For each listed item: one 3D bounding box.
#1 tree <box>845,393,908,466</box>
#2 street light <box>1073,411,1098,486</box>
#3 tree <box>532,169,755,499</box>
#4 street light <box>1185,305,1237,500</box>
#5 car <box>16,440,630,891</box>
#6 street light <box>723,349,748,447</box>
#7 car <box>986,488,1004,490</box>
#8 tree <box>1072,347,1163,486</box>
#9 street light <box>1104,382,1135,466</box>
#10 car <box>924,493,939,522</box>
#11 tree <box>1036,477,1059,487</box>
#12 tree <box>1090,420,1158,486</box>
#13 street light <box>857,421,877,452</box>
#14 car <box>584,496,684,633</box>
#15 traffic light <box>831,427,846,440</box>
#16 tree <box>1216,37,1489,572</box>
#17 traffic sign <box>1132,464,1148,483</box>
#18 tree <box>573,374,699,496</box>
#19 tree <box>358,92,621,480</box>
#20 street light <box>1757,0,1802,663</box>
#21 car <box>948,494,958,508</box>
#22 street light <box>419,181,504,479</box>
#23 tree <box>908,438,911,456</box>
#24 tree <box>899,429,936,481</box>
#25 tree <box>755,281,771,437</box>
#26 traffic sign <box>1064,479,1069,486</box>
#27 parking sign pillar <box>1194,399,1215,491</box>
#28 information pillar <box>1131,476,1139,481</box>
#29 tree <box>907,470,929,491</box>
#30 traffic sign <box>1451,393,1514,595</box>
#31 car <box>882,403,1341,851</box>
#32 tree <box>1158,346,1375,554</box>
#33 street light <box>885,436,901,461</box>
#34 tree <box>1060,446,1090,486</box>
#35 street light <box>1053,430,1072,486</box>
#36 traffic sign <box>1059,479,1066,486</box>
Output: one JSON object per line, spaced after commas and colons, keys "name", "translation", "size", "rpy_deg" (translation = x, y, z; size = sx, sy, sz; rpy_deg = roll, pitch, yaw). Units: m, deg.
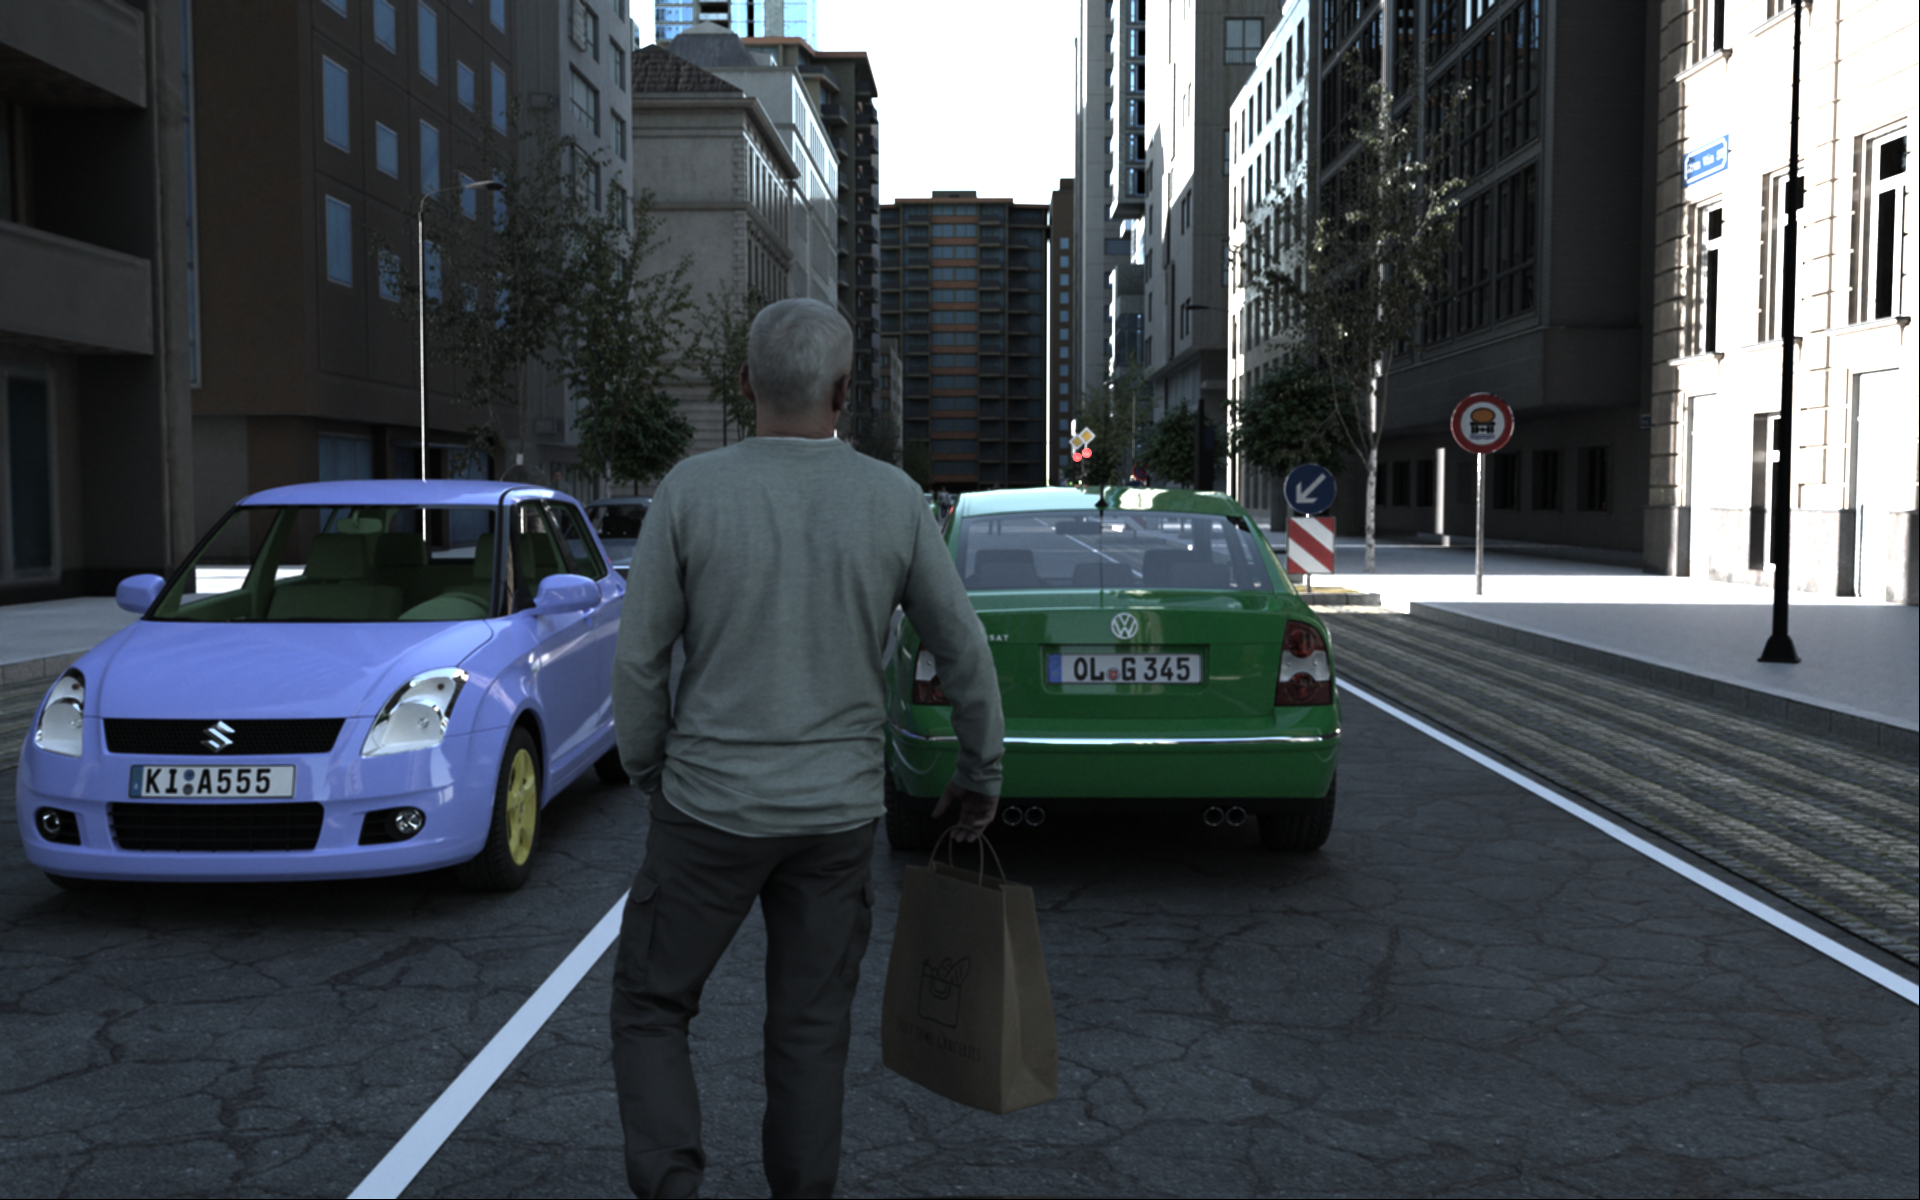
{"name": "tree", "translation": [-6.264, -10.714, 125.539], "size": [4.360, 8.622, 3.978], "rpy_deg": [0, 3, 0]}
{"name": "street light", "translation": [7.171, -7.613, 97.020], "size": [1.470, 5.913, 1.316], "rpy_deg": [0, 4, 1]}
{"name": "tree", "translation": [-8.111, -5.507, 40.399], "size": [4.737, 8.622, 4.395], "rpy_deg": [0, 3, 0]}
{"name": "street light", "translation": [6.228, -4.287, 42.634], "size": [1.470, 5.913, 1.316], "rpy_deg": [0, 4, 1]}
{"name": "car", "translation": [-2.415, 0.136, 7.371], "size": [1.945, 1.707, 3.694], "rpy_deg": [0, 4, 0]}
{"name": "street light", "translation": [-6.941, -5.051, 55.122], "size": [1.470, 5.913, 1.316], "rpy_deg": [0, 4, 1]}
{"name": "car", "translation": [2.331, -5.938, 105.760], "size": [2.281, 1.827, 5.304], "rpy_deg": [0, 4, 1]}
{"name": "tree", "translation": [7.897, -8.307, 86.186], "size": [4.737, 8.622, 4.395], "rpy_deg": [0, 3, 0]}
{"name": "street light", "translation": [6.656, -6.057, 71.580], "size": [1.470, 5.913, 1.316], "rpy_deg": [0, 4, 1]}
{"name": "car", "translation": [-2.020, -4.853, 88.141], "size": [1.959, 1.807, 4.718], "rpy_deg": [0, 4, 0]}
{"name": "tree", "translation": [9.284, -11.203, 177.767], "size": [1.663, 3.219, 1.824], "rpy_deg": [0, 3, 0]}
{"name": "tree", "translation": [7.482, -4.518, 57.576], "size": [4.285, 4.588, 4.351], "rpy_deg": [0, 3, 0]}
{"name": "street light", "translation": [-5.934, -8.391, 109.741], "size": [1.470, 5.913, 1.316], "rpy_deg": [0, 4, 1]}
{"name": "car", "translation": [-3.534, -0.455, 19.442], "size": [2.014, 1.417, 4.499], "rpy_deg": [0, 4, 1]}
{"name": "traffic light", "translation": [-5.125, -5.092, 72.177], "size": [0.839, 4.253, 0.868], "rpy_deg": [0, 4, 1]}
{"name": "tree", "translation": [6.626, -4.771, 28.369], "size": [4.360, 8.622, 3.978], "rpy_deg": [0, 3, 0]}
{"name": "traffic sign", "translation": [7.042, -4.101, 67.161], "size": [0.768, 2.556, 0.104], "rpy_deg": [0, 4, 2]}
{"name": "tree", "translation": [-8.783, -3.862, 46.855], "size": [4.285, 4.588, 4.351], "rpy_deg": [0, 3, 0]}
{"name": "tree", "translation": [-8.252, -4.954, 31.354], "size": [4.360, 8.622, 3.978], "rpy_deg": [0, 3, 0]}
{"name": "street light", "translation": [5.749, -2.483, 13.133], "size": [1.470, 5.913, 1.316], "rpy_deg": [0, 4, 1]}
{"name": "car", "translation": [-0.542, -9.133, 161.115], "size": [2.131, 1.459, 4.920], "rpy_deg": [0, 4, 3]}
{"name": "street light", "translation": [-7.467, -3.263, 25.892], "size": [1.470, 5.913, 1.316], "rpy_deg": [0, 4, 1]}
{"name": "tree", "translation": [-6.270, -12.095, 148.112], "size": [4.360, 8.622, 3.978], "rpy_deg": [0, 3, 0]}
{"name": "tree", "translation": [-5.005, -14.997, 195.567], "size": [4.737, 8.622, 4.395], "rpy_deg": [0, 3, 0]}
{"name": "tree", "translation": [-7.235, -6.679, 59.569], "size": [4.737, 8.622, 4.395], "rpy_deg": [0, 3, 0]}
{"name": "traffic sign", "translation": [8.283, -8.094, 132.063], "size": [0.795, 2.593, 0.064], "rpy_deg": [0, 4, 3]}
{"name": "parking sign pillar", "translation": [7.008, -3.755, 49.869], "size": [1.447, 3.967, 1.447], "rpy_deg": [0, 4, 1]}
{"name": "information pillar", "translation": [7.162, -4.040, 70.546], "size": [0.304, 2.012, 0.304], "rpy_deg": [-2, 4, -25]}
{"name": "tree", "translation": [-5.325, -14.000, 212.612], "size": [4.285, 4.588, 4.351], "rpy_deg": [0, 3, 0]}
{"name": "traffic sign", "translation": [6.593, -1.335, 21.932], "size": [0.768, 2.556, 0.104], "rpy_deg": [0, 4, 7]}
{"name": "car", "translation": [0.598, 0.028, 8.334], "size": [1.959, 1.807, 4.718], "rpy_deg": [0, 4, 0]}
{"name": "tree", "translation": [7.405, -3.299, 37.657], "size": [4.285, 4.588, 4.351], "rpy_deg": [0, 3, 0]}
{"name": "street light", "translation": [-5.435, -10.188, 139.111], "size": [1.470, 5.913, 1.316], "rpy_deg": [0, 4, 1]}
{"name": "tree", "translation": [8.045, -7.184, 101.167], "size": [4.285, 4.588, 4.351], "rpy_deg": [0, 3, 0]}
{"name": "street light", "translation": [7.731, -9.384, 125.964], "size": [1.470, 5.913, 1.316], "rpy_deg": [0, 4, 1]}
{"name": "traffic sign", "translation": [8.671, -8.906, 145.724], "size": [0.768, 2.556, 0.104], "rpy_deg": [0, 4, 2]}
